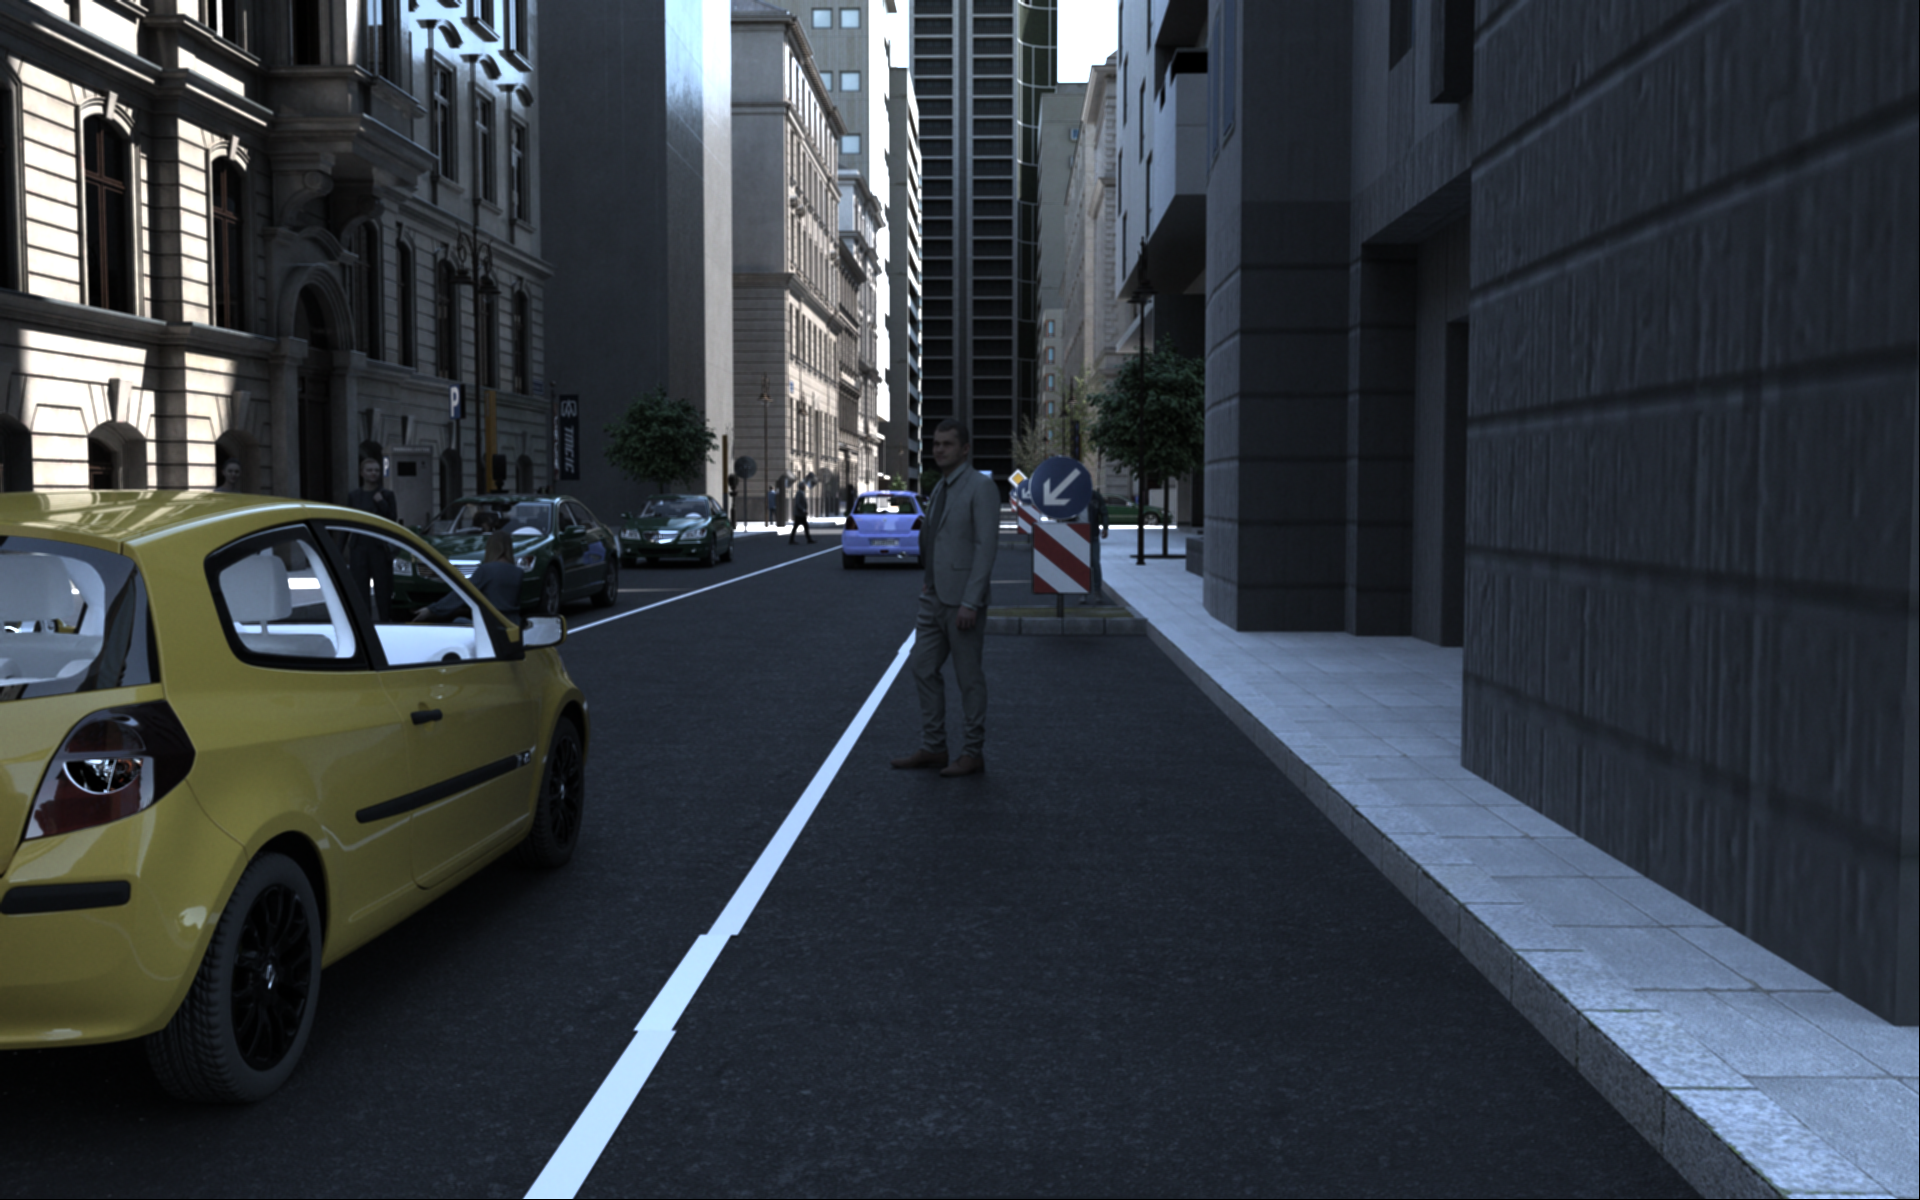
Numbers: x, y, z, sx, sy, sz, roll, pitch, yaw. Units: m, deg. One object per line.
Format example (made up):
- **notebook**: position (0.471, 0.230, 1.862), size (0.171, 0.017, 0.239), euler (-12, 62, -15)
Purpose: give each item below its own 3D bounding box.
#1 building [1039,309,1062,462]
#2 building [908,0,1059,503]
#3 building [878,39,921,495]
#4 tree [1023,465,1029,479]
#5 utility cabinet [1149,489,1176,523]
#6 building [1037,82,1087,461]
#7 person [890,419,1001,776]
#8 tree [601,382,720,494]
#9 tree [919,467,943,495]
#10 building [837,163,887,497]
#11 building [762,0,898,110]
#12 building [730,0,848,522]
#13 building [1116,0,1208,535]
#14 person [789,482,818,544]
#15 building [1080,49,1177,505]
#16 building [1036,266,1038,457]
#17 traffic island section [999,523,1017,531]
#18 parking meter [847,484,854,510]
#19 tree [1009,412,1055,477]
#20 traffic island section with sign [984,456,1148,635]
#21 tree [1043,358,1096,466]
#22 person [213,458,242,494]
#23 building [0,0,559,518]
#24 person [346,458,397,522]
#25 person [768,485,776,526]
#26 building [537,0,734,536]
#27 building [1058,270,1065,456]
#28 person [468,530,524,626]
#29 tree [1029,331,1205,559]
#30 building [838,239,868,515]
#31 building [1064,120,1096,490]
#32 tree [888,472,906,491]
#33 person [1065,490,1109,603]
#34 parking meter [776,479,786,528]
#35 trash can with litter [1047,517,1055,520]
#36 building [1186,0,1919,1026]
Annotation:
- **building**: position (22.114, -20.251, 176.144), size (27.650, 21.520, 28.899), euler (0, 4, 2)
- **building**: position (3.479, -49.293, 244.186), size (20.611, 71.187, 20.563), euler (0, 4, 2)
- **building**: position (-15.720, -34.605, 189.500), size (21.300, 48.544, 21.600), euler (0, 4, 2)
- **tree**: position (7.099, -10.774, 159.873), size (4.285, 4.588, 4.351), euler (0, 3, 0)
- **utility cabinet**: position (8.918, -4.139, 76.352), size (1.173, 1.500, 0.318), euler (-1, 4, -19)
- **building**: position (19.826, -35.285, 200.609), size (21.300, 48.544, 21.600), euler (0, 4, 2)
- **person**: position (-0.028, -0.018, 8.901), size (0.391, 1.810, 0.635), euler (-3, 4, -39)
- **tree**: position (-8.668, -4.079, 50.403), size (4.285, 4.588, 4.351), euler (0, 3, 0)
- **tree**: position (-3.455, -13.743, 208.415), size (4.285, 4.588, 4.351), euler (0, 3, 0)
- **building**: position (-13.282, -21.144, 133.087), size (14.401, 28.519, 23.554), euler (0, 4, 2)
- **building**: position (-20.904, -35.215, 165.003), size (28.713, 52.752, 27.495), euler (0, 4, 2)
- **building**: position (-13.080, -17.878, 89.569), size (12.463, 27.353, 25.104), euler (0, 4, 2)
- **building**: position (18.979, -28.296, 51.886), size (28.713, 52.752, 27.495), euler (0, 4, 2)
- **person**: position (-4.496, -2.494, 49.680), size (0.834, 1.777, 0.661), euler (0, 4, -5)
- **building**: position (15.851, -15.460, 81.650), size (19.941, 23.489, 11.050), euler (0, 4, 2)
- **building**: position (16.597, -27.362, 219.076), size (14.160, 30.474, 14.107), euler (0, 4, 2)
- **traffic island section**: position (2.312, -2.819, 68.379), size (2.009, 0.180, 2.903), euler (0, 4, 2)
- **parking meter**: position (-6.533, -5.986, 103.581), size (0.255, 1.863, 0.399), euler (2, 4, 30)
- **tree**: position (6.494, -12.487, 154.523), size (4.360, 8.622, 3.978), euler (0, 3, 0)
- **traffic island section with sign**: position (0.958, -0.612, 18.633), size (1.989, 1.847, 2.006), euler (0, 4, 2)
- **tree**: position (6.384, -8.827, 94.684), size (4.737, 8.622, 4.395), euler (0, 3, 0)
- **person**: position (-7.045, -0.484, 16.747), size (0.374, 1.781, 0.599), euler (1, 4, 13)
- **building**: position (-16.802, -12.881, 29.696), size (14.460, 24.649, 34.723), euler (0, 4, 2)
- **person**: position (-5.684, -0.473, 16.662), size (0.576, 1.772, 0.534), euler (-2, 4, -26)
- **person**: position (-7.866, -3.932, 72.974), size (0.721, 1.800, 0.419), euler (0, 4, 3)
- **building**: position (-23.651, -14.747, 60.186), size (30.058, 24.678, 14.314), euler (0, 4, 2)
- **building**: position (13.156, -17.876, 141.419), size (9.793, 20.994, 18.267), euler (0, 4, 2)
- **person**: position (-3.808, 0.019, 13.693), size (1.012, 1.151, 0.738), euler (-3, 5, -41)
- **tree**: position (4.193, -3.130, 34.896), size (4.285, 4.588, 4.351), euler (0, 3, 0)
- **building**: position (-11.974, -15.127, 111.952), size (10.561, 19.102, 19.286), euler (0, 4, 2)
- **building**: position (17.132, -18.988, 114.975), size (19.350, 26.468, 34.151), euler (0, 4, 2)
- **tree**: position (-5.591, -9.642, 152.250), size (1.663, 3.219, 1.824), euler (0, 3, 0)
- **person**: position (1.646, -0.859, 22.895), size (0.623, 1.781, 0.721), euler (0, 4, -1)
- **parking meter**: position (-6.856, -3.700, 66.209), size (0.255, 1.863, 0.399), euler (-2, 4, -33)
- **trash can with litter**: position (4.744, -4.591, 86.446), size (0.624, 1.170, 1.055), euler (-2, 4, -30)
- **building**: position (13.122, -28.995, 16.070), size (21.231, 58.520, 28.212), euler (0, 4, 2)
